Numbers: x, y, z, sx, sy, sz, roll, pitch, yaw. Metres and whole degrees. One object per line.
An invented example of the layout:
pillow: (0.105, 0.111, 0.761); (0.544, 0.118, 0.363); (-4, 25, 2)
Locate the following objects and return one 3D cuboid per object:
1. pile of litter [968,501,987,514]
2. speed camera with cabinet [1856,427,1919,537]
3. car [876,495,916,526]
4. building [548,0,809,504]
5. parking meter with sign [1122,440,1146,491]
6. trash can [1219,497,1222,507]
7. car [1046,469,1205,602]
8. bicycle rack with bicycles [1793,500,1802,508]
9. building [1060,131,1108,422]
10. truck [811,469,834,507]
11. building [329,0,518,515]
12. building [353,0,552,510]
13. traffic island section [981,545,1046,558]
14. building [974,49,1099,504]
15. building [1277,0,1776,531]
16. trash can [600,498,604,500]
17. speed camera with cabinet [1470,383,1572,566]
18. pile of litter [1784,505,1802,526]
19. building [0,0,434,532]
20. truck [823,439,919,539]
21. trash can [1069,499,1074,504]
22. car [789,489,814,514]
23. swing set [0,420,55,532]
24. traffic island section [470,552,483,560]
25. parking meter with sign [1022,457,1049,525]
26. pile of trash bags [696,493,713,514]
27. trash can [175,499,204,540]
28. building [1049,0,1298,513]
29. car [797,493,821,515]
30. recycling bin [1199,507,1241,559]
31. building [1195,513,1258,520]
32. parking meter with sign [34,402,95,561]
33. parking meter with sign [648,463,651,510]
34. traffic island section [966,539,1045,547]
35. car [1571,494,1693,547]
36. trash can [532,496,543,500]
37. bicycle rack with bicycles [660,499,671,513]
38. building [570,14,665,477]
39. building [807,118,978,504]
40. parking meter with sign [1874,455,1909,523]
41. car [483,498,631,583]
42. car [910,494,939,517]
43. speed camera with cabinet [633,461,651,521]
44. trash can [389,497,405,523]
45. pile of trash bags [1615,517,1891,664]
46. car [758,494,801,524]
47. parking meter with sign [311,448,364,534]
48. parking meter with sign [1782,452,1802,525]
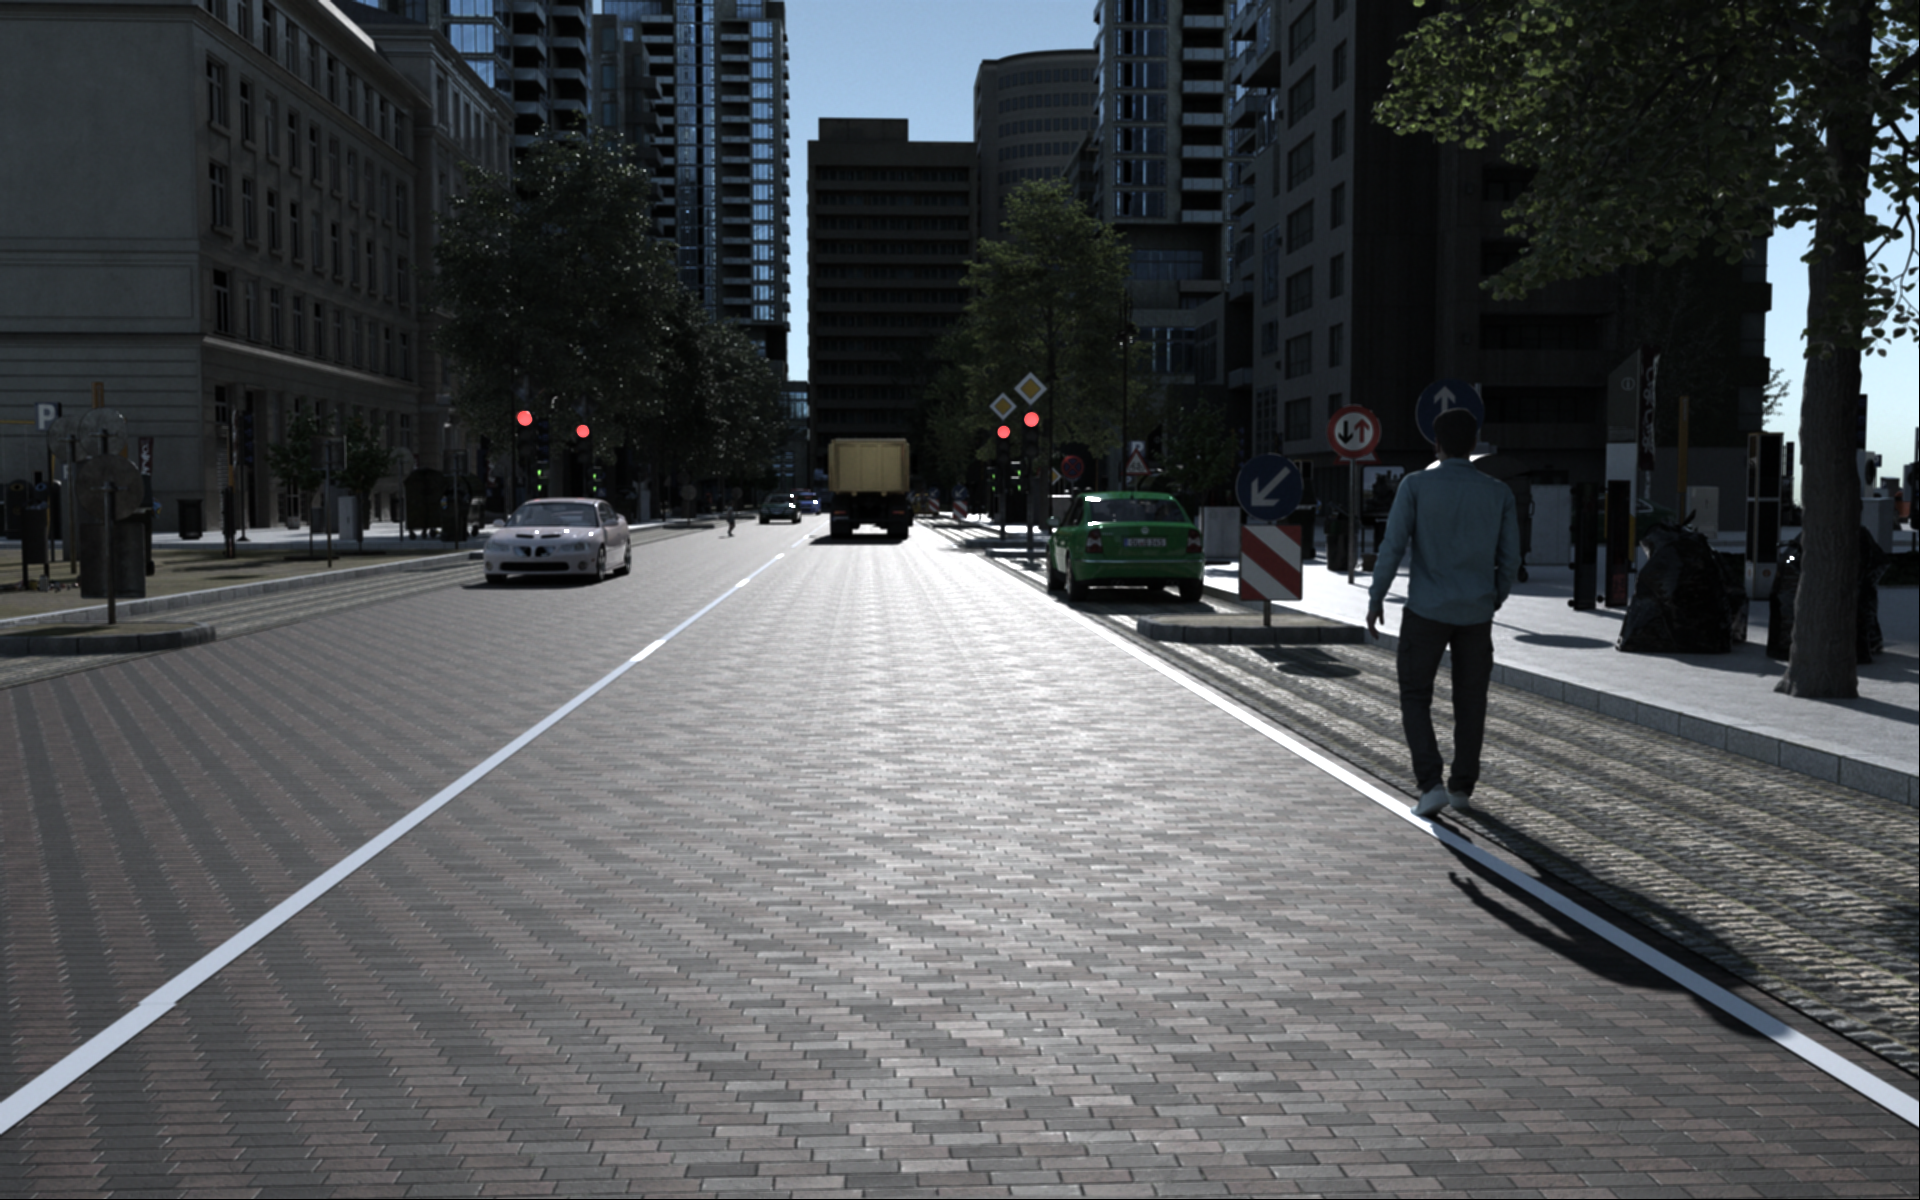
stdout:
pile of litter: (0.984, -5.969, 111.550); (1.719, 0.858, 1.176); (0, 4, -1)
speed camera with cabinet: (27.642, -3.494, 51.460); (2.038, 3.252, 0.660); (2, 4, 24)
car: (-3.016, -4.243, 79.167); (2.009, 1.686, 4.222); (0, 4, -3)
building: (-35.250, -55.797, 224.946); (31.000, 86.520, 22.319); (0, 4, -3)
parking meter with sign: (5.470, -3.634, 55.676); (0.543, 3.016, 1.738); (1, 4, 23)
trash can: (11.983, -4.146, 79.438); (0.748, 1.137, 0.748); (0, 3, 0)
car: (2.249, -0.952, 24.362); (1.959, 1.807, 4.718); (0, 4, -3)
bicycle rack with bicycles: (54.771, -6.026, 111.906); (2.925, 0.926, 2.852); (-3, 5, -39)
building: (23.716, -29.677, 177.108); (32.217, 40.220, 23.993); (0, 4, -3)
truck: (-14.709, -12.189, 189.045); (2.967, 4.110, 18.799); (0, 4, -5)
building: (-33.238, -19.005, 96.639); (13.634, 28.700, 20.117); (0, 4, -3)
building: (-39.879, -50.301, 135.098); (22.319, 86.520, 31.000); (0, 4, -3)
traffic island section: (1.635, -1.078, 39.898); (2.009, 0.180, 2.903); (0, 4, -3)
building: (16.417, -41.958, 228.018); (28.212, 58.520, 21.231); (0, 4, -3)
building: (20.473, -17.956, 65.290); (14.107, 30.474, 14.160); (0, 4, -3)
trash can: (-13.166, -3.095, 62.261); (0.748, 1.137, 0.748); (0, 3, 0)
speed camera with cabinet: (9.929, -2.255, 31.212); (2.038, 3.252, 0.660); (0, 4, -1)
pile of litter: (33.676, -3.386, 69.322); (1.176, 0.858, 1.719); (1, 4, 9)
building: (-33.528, -14.583, 71.722); (16.112, 22.955, 30.059); (0, 4, -3)
truck: (-3.077, -3.877, 59.318); (3.469, 3.379, 9.791); (0, 4, -3)
trash can: (3.602, -2.431, 51.402); (0.748, 1.137, 0.748); (0, 3, 0)
car: (-11.830, -7.315, 128.268); (2.281, 1.827, 5.304); (0, 4, -5)
swing set: (-20.655, -2.378, 36.506); (3.119, 2.851, 2.862); (-3, 5, -41)
traffic island section: (-9.789, -1.040, 39.287); (2.009, 0.180, 2.903); (0, 4, -3)
parking meter with sign: (3.345, -4.643, 72.180); (0.543, 3.016, 1.738); (-3, 4, -36)
pile of trash bags: (-16.880, -6.277, 112.379); (1.912, 1.369, 3.447); (1, 4, 15)
trash can: (-21.709, -2.275, 48.850); (0.748, 1.137, 0.748); (0, 3, 0)
building: (19.865, -51.067, 147.622); (22.319, 86.520, 31.000); (0, 4, -3)
car: (-10.500, -6.710, 119.297); (1.945, 1.707, 3.694); (0, 4, -2)
recycling bin: (5.186, -1.351, 34.636); (0.722, 1.027, 0.722); (0, 4, -2)
building: (23.569, -47.836, 94.793); (22.319, 86.520, 31.000); (0, 4, -3)
parking meter with sign: (-17.092, -2.293, 33.748); (0.543, 3.016, 1.738); (1, 4, 15)
parking meter with sign: (-17.401, -6.158, 96.937); (0.543, 3.016, 1.738); (0, 4, 5)
traffic island section: (1.204, -1.565, 47.872); (2.009, 0.180, 2.903); (0, 4, -3)
car: (16.325, -2.016, 44.752); (4.920, 1.459, 2.131); (0, 4, -4)
trash can: (-28.285, -6.366, 115.735); (0.748, 1.137, 0.748); (0, 3, 0)
bicycle rack with bicycles: (-20.247, -6.461, 119.018); (2.852, 0.926, 2.925); (3, 5, 42)
building: (-45.597, -33.892, 173.744); (30.456, 49.044, 23.786); (0, 4, -3)
building: (-8.951, -36.889, 226.828); (21.600, 48.544, 21.300); (0, 4, -3)
parking meter with sign: (41.310, -4.932, 76.893); (1.738, 3.016, 0.543); (-1, 4, -16)
car: (-6.761, -1.045, 29.443); (2.083, 1.381, 4.827); (0, 4, -2)
car: (-2.262, -5.987, 108.107); (2.015, 1.641, 3.980); (0, 4, -5)
speed camera with cabinet: (-15.595, -5.396, 82.554); (2.038, 3.252, 0.660); (3, 5, 45)
trash can: (-25.224, -4.041, 77.722); (0.748, 1.137, 0.748); (0, 3, 0)
pile of trash bags: (6.961, -0.242, 13.705); (1.912, 1.369, 3.447); (-3, 5, -42)
car: (-8.791, -4.465, 84.803); (2.131, 1.459, 4.920); (0, 4, -2)
parking meter with sign: (-20.321, -3.680, 56.428); (1.738, 3.016, 0.543); (0, 4, 6)
parking meter with sign: (33.889, -4.590, 71.300); (0.543, 3.016, 1.738); (-3, 5, -40)
